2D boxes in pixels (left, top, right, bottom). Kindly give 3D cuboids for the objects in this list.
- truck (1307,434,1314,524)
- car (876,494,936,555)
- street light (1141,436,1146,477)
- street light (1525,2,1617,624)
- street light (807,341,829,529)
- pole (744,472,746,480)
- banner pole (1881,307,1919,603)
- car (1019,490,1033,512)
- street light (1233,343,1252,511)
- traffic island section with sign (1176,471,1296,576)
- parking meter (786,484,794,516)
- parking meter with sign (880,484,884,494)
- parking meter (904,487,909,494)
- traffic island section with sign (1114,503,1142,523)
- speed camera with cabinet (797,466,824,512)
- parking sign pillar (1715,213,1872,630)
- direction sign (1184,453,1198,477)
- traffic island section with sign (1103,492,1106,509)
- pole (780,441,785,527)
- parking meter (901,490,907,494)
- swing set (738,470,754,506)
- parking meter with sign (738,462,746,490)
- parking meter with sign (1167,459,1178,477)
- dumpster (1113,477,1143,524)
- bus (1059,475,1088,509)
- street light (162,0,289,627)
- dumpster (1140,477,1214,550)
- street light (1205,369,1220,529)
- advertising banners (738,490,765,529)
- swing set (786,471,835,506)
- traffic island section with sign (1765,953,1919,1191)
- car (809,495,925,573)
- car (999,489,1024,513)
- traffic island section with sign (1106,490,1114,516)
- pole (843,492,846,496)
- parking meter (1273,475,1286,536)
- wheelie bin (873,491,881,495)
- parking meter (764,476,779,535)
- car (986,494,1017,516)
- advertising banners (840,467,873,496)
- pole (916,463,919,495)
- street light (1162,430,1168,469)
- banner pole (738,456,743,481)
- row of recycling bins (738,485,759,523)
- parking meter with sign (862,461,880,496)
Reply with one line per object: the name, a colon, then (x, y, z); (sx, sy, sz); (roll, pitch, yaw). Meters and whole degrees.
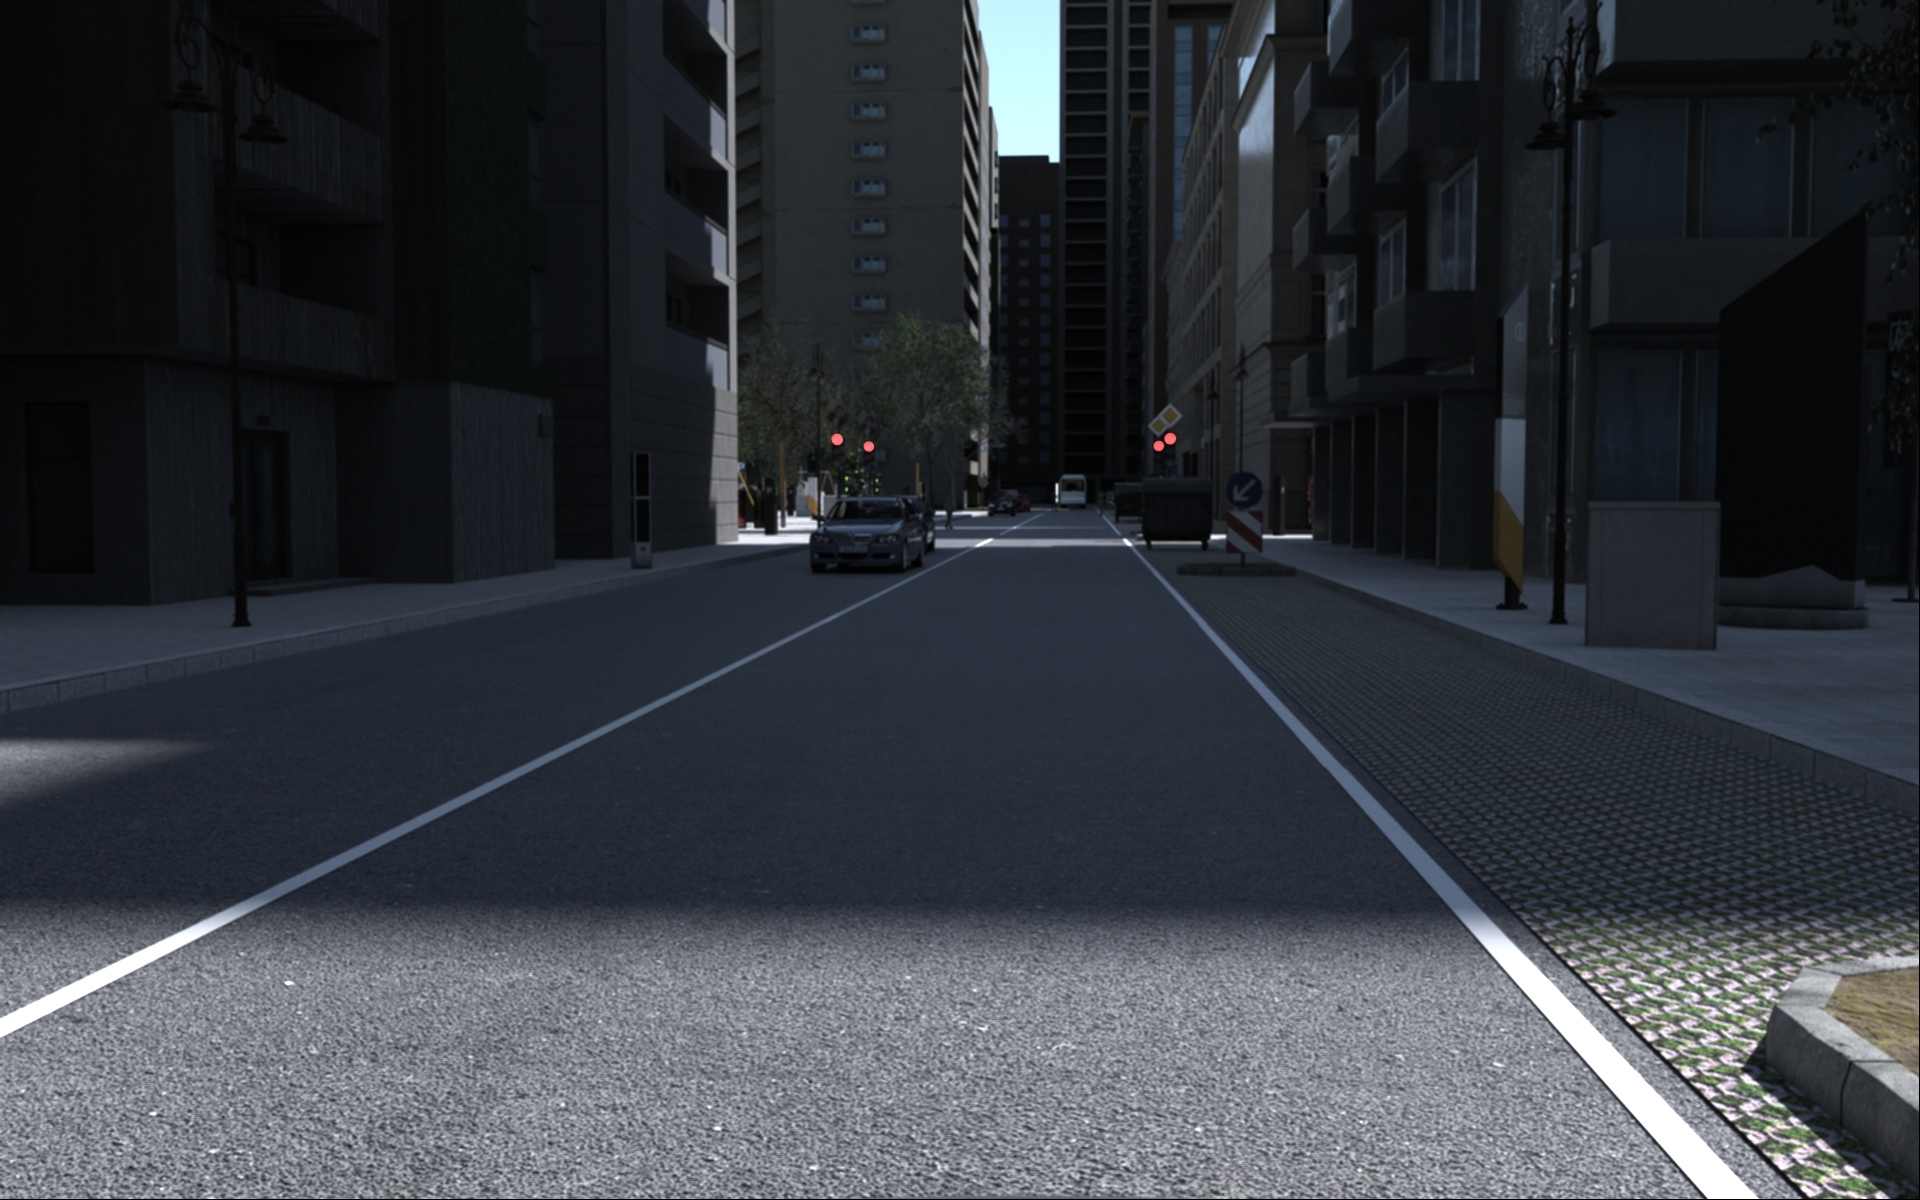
truck: (16.625, -4.182, 57.288); (11.283, 4.237, 2.839); (0, 4, 6)
car: (-1.622, -1.882, 42.568); (2.131, 1.459, 4.920); (0, 4, 3)
street light: (14.360, -9.979, 135.948); (0.468, 5.910, 1.993); (0, 4, 4)
street light: (5.917, -2.701, 16.950); (0.468, 5.910, 1.993); (0, 4, 4)
street light: (-4.282, -4.875, 52.499); (0.468, 5.910, 1.993); (0, 4, 4)
pole: (-15.932, -8.236, 128.508); (0.158, 3.312, 0.155); (0, 3, 0)
banner pole: (11.314, -1.880, 20.756); (0.401, 3.779, 0.863); (0, 4, -5)
car: (4.806, -8.021, 140.191); (2.155, 1.783, 4.494); (0, 4, 2)
street light: (8.611, -4.906, 53.002); (0.468, 5.910, 1.993); (0, 4, 4)
traffic island section with sign: (4.899, -1.366, 30.968); (1.989, 1.847, 2.006); (0, 4, 4)
parking meter: (-9.914, -5.832, 101.061); (0.399, 1.863, 0.255); (-1, 4, -19)
parking meter with sign: (-6.161, -8.316, 132.219); (1.738, 3.016, 0.543); (-1, 4, -20)
parking meter: (-4.161, -7.849, 134.036); (0.399, 1.863, 0.255); (1, 4, 15)
traffic island section with sign: (8.836, -4.761, 86.478); (1.989, 1.847, 2.006); (0, 4, 4)
speed camera with cabinet: (-10.652, -7.900, 123.504); (2.038, 3.252, 0.660); (2, 4, 29)
parking sign pillar: (8.129, -1.740, 16.917); (1.447, 3.967, 1.447); (3, 5, 39)
direction sign: (12.599, -6.277, 94.627); (0.876, 3.537, 0.379); (-2, 4, -24)
traffic island section with sign: (16.235, -11.154, 190.995); (1.989, 1.847, 2.006); (0, 4, 4)
pole: (-6.810, -4.448, 66.562); (0.158, 3.312, 0.155); (0, 3, 0)
parking meter: (-3.547, -6.216, 110.048); (0.372, 1.533, 0.369); (0, 3, 0)
swing set: (-10.457, -4.768, 75.577); (2.862, 2.851, 3.119); (1, 4, 11)
parking meter with sign: (-11.832, -5.964, 93.765); (0.543, 3.016, 1.738); (-1, 4, -9)
parking meter with sign: (10.331, -5.373, 84.110); (0.543, 3.016, 1.738); (0, 4, 5)
dumpster: (8.412, -4.830, 83.922); (1.985, 2.255, 1.502); (0, 4, 3)
bus: (11.376, -10.934, 173.625); (2.948, 3.499, 13.247); (0, 4, 4)
street light: (-6.968, -2.681, 16.617); (0.468, 5.910, 1.993); (0, 4, 4)
dumpster: (5.536, -2.209, 44.330); (1.865, 1.857, 1.264); (0, 4, 5)
street light: (9.328, -5.589, 64.160); (0.468, 5.910, 1.993); (0, 4, 4)
advertising banners: (-8.158, -4.167, 64.317); (2.074, 3.025, 0.090); (-1, 4, -14)
swing set: (-10.399, -7.521, 120.582); (3.119, 2.851, 2.862); (2, 4, 34)
traffic island section with sign: (2.978, 0.296, 3.791); (1.989, 1.847, 2.006); (0, 4, 4)
car: (-1.712, -1.295, 33.178); (2.014, 1.417, 4.499); (0, 4, 5)
car: (3.805, -7.635, 133.499); (2.281, 1.827, 5.304); (0, 4, 4)
traffic island section with sign: (10.741, -6.406, 113.366); (1.989, 1.847, 2.006); (0, 4, 4)
pole: (-5.714, -5.607, 85.525); (0.158, 3.312, 0.155); (0, 3, 0)
parking meter: (9.870, -2.926, 53.550); (0.255, 1.863, 0.399); (3, 4, 37)
wheelie bin: (-6.001, -7.101, 124.015); (0.693, 1.594, 0.980); (0, 4, -7)
parking meter: (-5.942, -2.989, 54.585); (0.399, 1.863, 0.255); (1, 4, 18)
car: (2.715, -6.258, 112.110); (2.009, 1.686, 4.222); (0, 4, 4)
advertising banners: (-4.915, -5.158, 80.514); (2.074, 3.025, 0.090); (2, 4, 31)
pole: (-2.784, -7.283, 112.928); (0.158, 3.312, 0.155); (0, 3, 0)
street light: (11.802, -7.784, 100.057); (0.468, 5.910, 1.993); (0, 4, 4)
banner pole: (-14.556, -7.640, 114.923); (0.401, 3.779, 0.863); (1, 4, 22)
row of recycling bins: (-10.571, -4.378, 78.696); (3.534, 1.692, 1.069); (2, 4, 31)
parking meter with sign: (-4.813, -5.716, 89.716); (0.543, 3.016, 1.738); (1, 4, 17)
